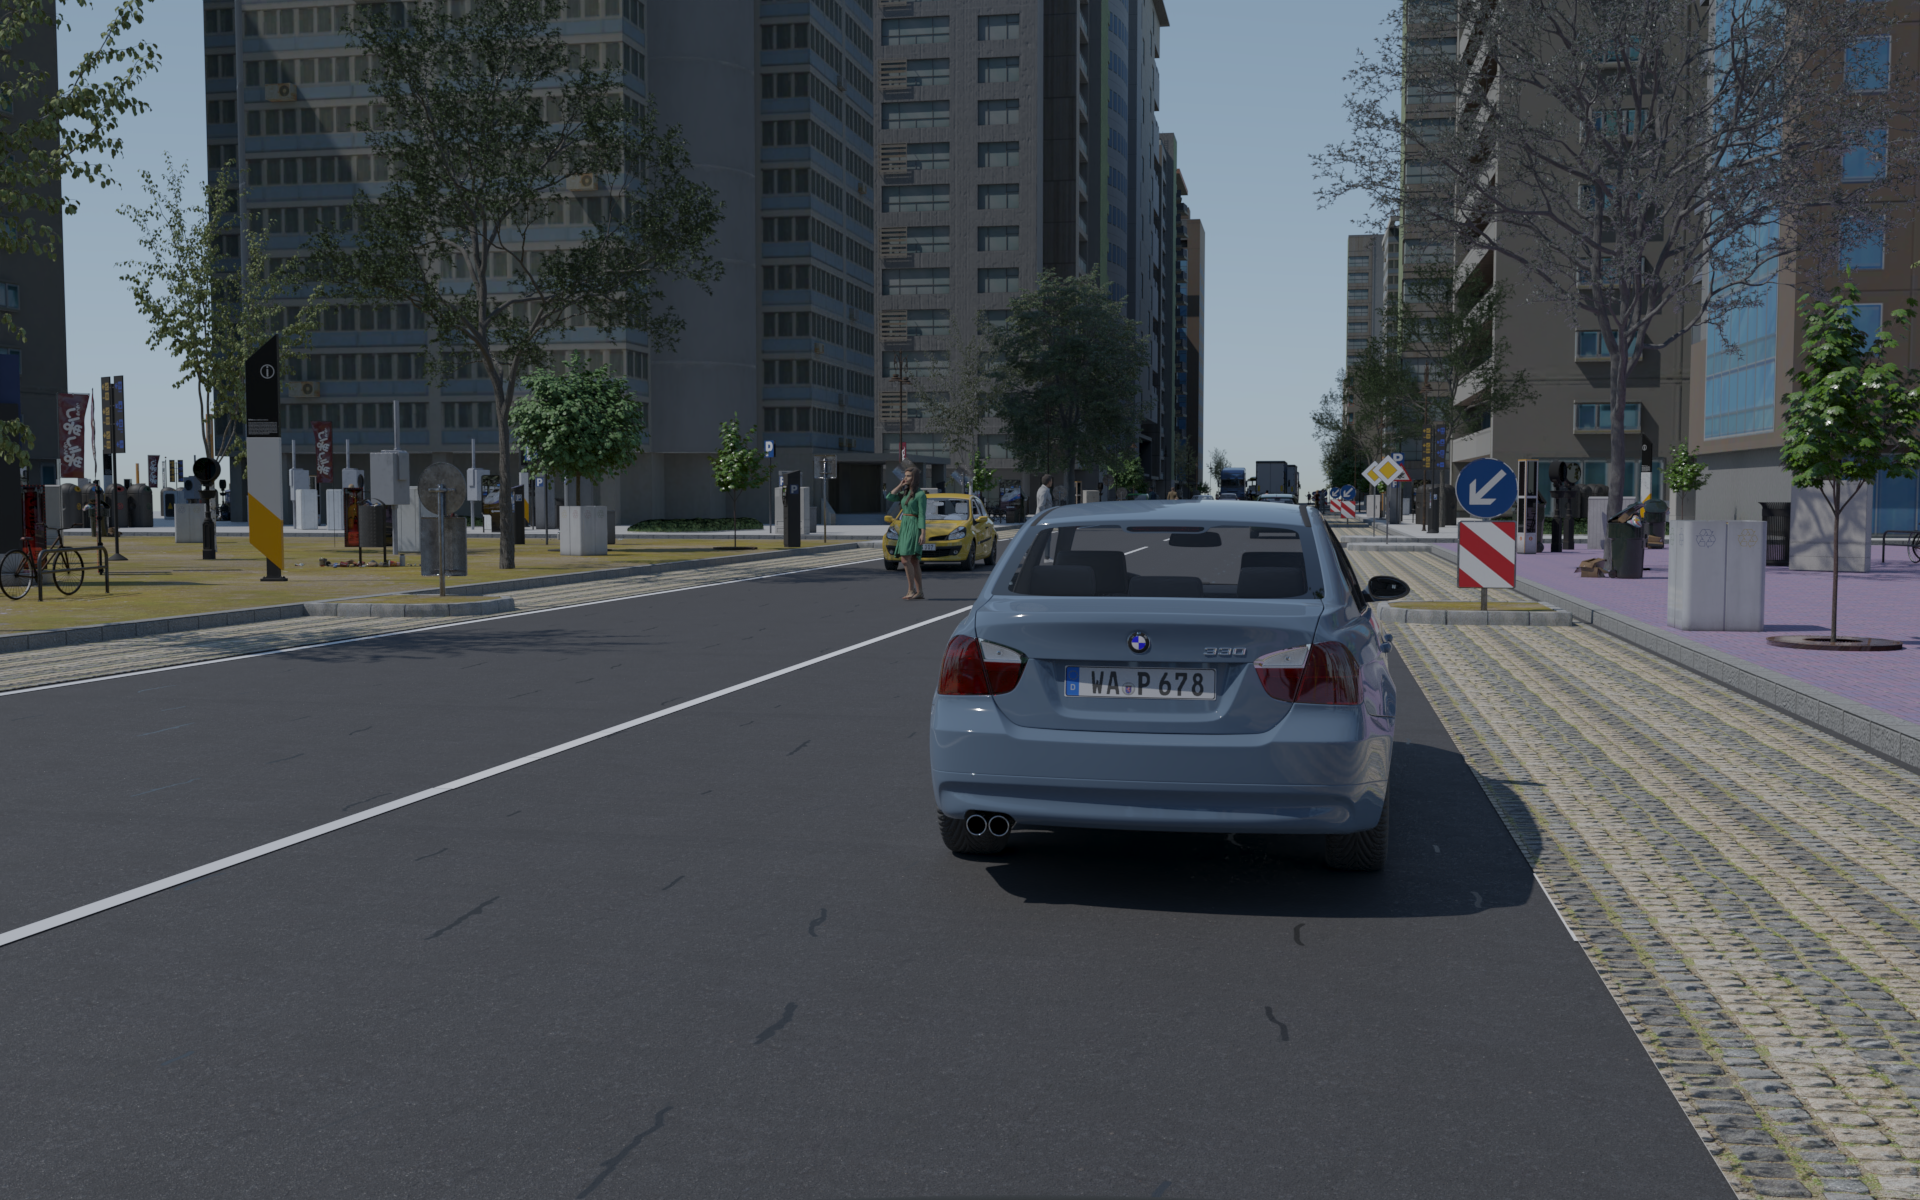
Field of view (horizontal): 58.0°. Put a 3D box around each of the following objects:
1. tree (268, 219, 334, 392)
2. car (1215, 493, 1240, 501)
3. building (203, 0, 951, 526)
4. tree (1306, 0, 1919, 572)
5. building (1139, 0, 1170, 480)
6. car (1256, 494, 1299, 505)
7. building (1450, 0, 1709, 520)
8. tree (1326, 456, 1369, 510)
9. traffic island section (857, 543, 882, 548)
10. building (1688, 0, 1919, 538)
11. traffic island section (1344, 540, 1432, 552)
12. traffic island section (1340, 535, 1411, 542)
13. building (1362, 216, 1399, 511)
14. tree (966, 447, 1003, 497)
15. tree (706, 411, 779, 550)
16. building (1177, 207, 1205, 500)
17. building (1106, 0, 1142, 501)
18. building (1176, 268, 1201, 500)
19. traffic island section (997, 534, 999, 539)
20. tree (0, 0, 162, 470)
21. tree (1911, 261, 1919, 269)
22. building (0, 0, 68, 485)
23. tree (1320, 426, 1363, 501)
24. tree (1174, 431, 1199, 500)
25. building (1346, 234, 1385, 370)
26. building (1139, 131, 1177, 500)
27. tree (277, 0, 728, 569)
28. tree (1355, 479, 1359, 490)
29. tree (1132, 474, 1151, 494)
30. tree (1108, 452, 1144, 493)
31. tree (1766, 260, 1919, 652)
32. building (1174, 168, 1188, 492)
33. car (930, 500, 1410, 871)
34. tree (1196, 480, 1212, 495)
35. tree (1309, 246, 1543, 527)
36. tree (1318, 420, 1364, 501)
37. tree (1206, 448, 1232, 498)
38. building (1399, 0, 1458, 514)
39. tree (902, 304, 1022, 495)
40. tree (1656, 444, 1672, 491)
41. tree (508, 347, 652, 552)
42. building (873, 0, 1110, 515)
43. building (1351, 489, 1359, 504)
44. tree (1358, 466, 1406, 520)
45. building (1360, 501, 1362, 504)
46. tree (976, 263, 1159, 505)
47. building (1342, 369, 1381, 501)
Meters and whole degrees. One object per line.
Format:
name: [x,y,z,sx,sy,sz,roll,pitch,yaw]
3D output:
tree: [-16.253,-5.357,37.943,4.737,8.622,4.395,0,3,0]
car: [23.002,-8.537,148.619,2.155,1.783,4.494,1,4,12]
building: [-17.321,-23.754,80.257,32.217,40.220,23.993,1,4,11]
tree: [11.028,-7.234,28.650,12.009,13.543,11.850,0,3,0]
building: [5.450,-35.666,172.369,28.713,52.752,27.495,1,4,11]
car: [10.424,-2.882,56.914,2.009,1.686,4.222,1,4,11]
building: [35.001,-27.922,80.233,21.300,48.544,21.600,1,4,11]
tree: [32.652,-9.798,143.908,4.285,4.588,4.351,0,3,0]
traffic island section: [-1.469,-1.494,46.708,2.009,0.180,2.903,1,4,11]
building: [32.351,-24.723,54.330,14.200,45.320,14.600,1,4,11]
traffic island section: [10.935,-1.345,44.275,2.009,0.180,2.903,1,4,11]
traffic island section: [12.475,-1.824,52.111,2.009,0.180,2.903,1,4,11]
building: [54.249,-28.529,158.324,32.217,40.220,23.993,1,4,11]
tree: [0.659,-4.625,70.221,1.663,3.219,1.824,0,3,0]
tree: [-5.215,-2.775,39.976,1.663,3.219,1.824,0,3,0]
building: [31.324,-38.180,274.356,14.600,45.320,14.200,1,4,11]
building: [3.226,-36.807,143.786,21.231,58.520,28.212,1,4,11]
building: [19.477,-34.551,256.787,32.217,40.220,23.993,1,4,11]
traffic island section: [0.071,-1.973,54.544,2.009,0.180,2.903,1,4,11]
tree: [-9.825,-4.000,15.762,4.737,8.622,4.395,0,3,0]
tree: [21.830,-5.202,35.408,4.737,8.622,4.395,0,3,0]
building: [-55.989,-27.640,75.620,21.600,48.544,21.300,1,4,11]
tree: [39.620,-14.072,180.444,4.360,8.622,3.978,0,3,0]
tree: [25.971,-15.410,202.311,4.360,8.622,3.978,0,3,0]
building: [67.924,-36.042,272.880,14.154,41.232,14.086,1,4,11]
building: [16.351,-31.079,191.733,14.154,41.232,14.086,1,4,11]
tree: [-7.665,-5.832,29.766,8.767,10.594,7.601,1,4,15]
tree: [27.477,-7.509,117.371,1.663,3.219,1.824,0,3,0]
tree: [14.798,-8.971,141.275,1.663,3.219,1.824,0,3,0]
tree: [11.857,-8.673,125.509,4.285,4.588,4.351,0,3,0]
tree: [7.273,-1.212,14.422,1.663,3.219,1.824,0,3,0]
building: [18.498,-35.142,229.195,22.147,44.769,28.867,1,4,11]
car: [1.061,0.244,8.010,2.014,1.417,4.499,1,4,12]
tree: [31.626,-14.240,227.420,1.663,3.219,1.824,0,3,0]
tree: [18.257,-8.060,66.186,7.601,10.594,8.767,-3,4,-37]
tree: [38.047,-13.524,171.477,4.737,8.622,4.395,0,3,0]
tree: [42.755,-20.340,282.913,4.737,8.622,4.395,0,3,0]
building: [36.645,-26.463,116.259,14.154,41.232,14.086,1,4,11]
tree: [0.187,-7.114,66.675,4.360,8.622,3.978,0,3,0]
tree: [24.080,-3.854,57.621,1.663,3.219,1.824,0,3,0]
tree: [-8.623,-3.388,39.115,4.285,4.588,4.351,0,3,0]
building: [1.898,-26.204,112.033,14.154,41.232,14.086,1,4,11]
building: [67.543,-32.537,223.867,32.217,40.220,23.993,1,4,11]
tree: [21.381,-5.648,86.948,1.663,3.219,1.824,0,3,0]
building: [59.427,-29.959,181.714,32.217,40.220,23.993,1,4,11]
tree: [5.986,-11.525,95.085,9.857,13.997,8.962,0,3,0]
building: [69.856,-24.844,251.243,27.650,21.520,28.899,1,4,11]
